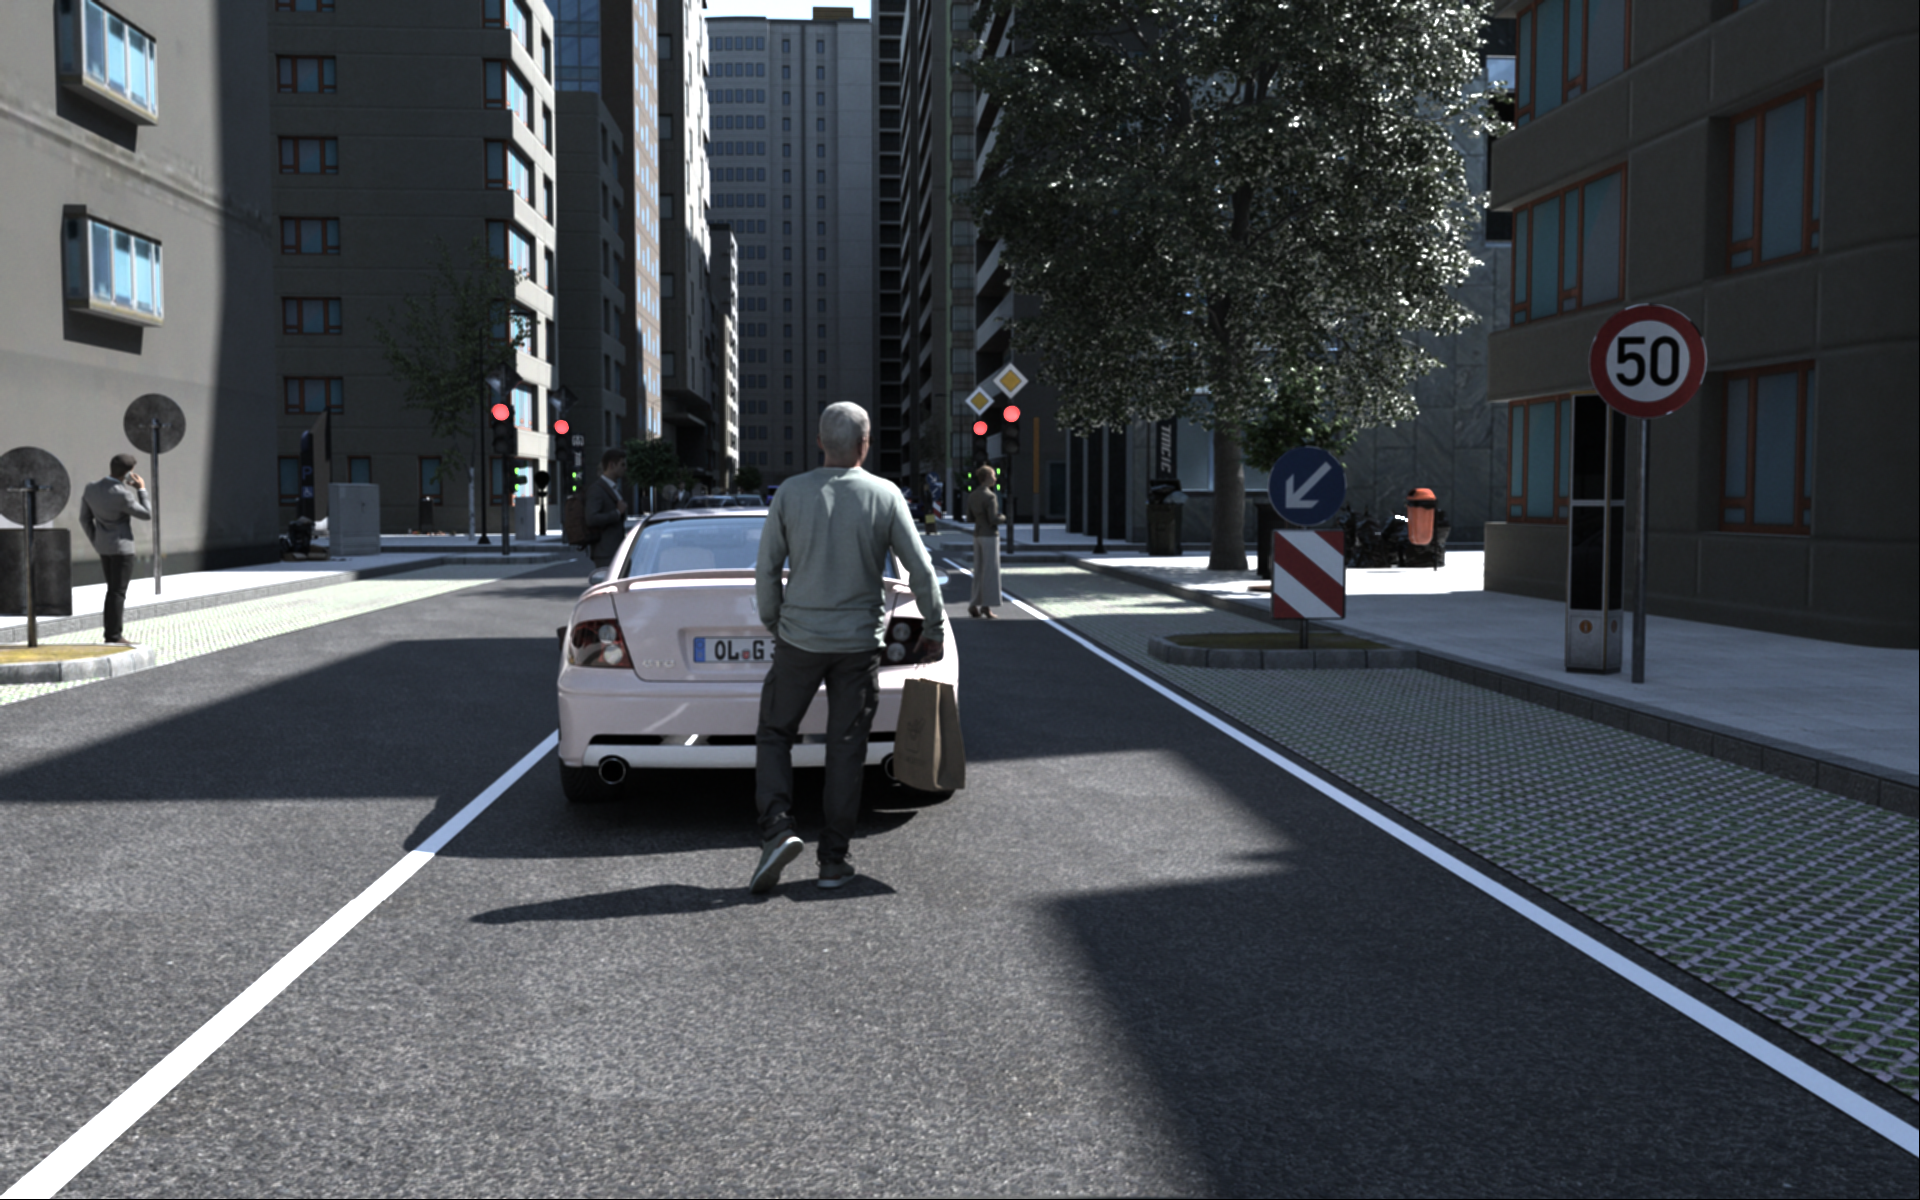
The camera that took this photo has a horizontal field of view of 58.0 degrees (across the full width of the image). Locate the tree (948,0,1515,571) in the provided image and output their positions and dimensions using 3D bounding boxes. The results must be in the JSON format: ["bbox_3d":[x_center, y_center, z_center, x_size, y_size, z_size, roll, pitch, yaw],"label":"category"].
[{"bbox_3d":[4.443,-7.477,28.897,9.857,13.997,8.962,0,3,0],"label":"tree"}]

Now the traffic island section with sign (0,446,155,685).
[{"bbox_3d":[-7.624,-0.315,13.773,1.989,1.847,2.006,0,4,-4],"label":"traffic island section with sign"}]

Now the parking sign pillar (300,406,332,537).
[{"bbox_3d":[-19.536,-3.920,52.562,1.447,3.967,1.447,0,4,3],"label":"parking sign pillar"}]

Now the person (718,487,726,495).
[{"bbox_3d":[-12.704,-5.278,95.017,1.509,1.804,0.699,2,4,29],"label":"person"}]

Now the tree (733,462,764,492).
[{"bbox_3d":[-21.788,-11.880,177.949,4.285,4.588,4.351,0,3,0],"label":"tree"}]

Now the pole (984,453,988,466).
[{"bbox_3d":[1.292,-5.621,85.742,0.158,3.312,0.155,0,3,0],"label":"pole"}]

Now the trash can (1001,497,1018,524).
[{"bbox_3d":[2.099,-3.782,73.490,0.748,1.137,0.748,0,3,0],"label":"trash can"}]

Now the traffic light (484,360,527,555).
[{"bbox_3d":[-9.527,-2.897,36.284,0.839,4.253,0.868,0,4,-4],"label":"traffic light"}]

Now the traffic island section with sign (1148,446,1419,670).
[{"bbox_3d":[2.694,-0.390,15.002,1.989,1.847,2.006,0,4,-4],"label":"traffic island section with sign"}]

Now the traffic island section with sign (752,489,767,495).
[{"bbox_3d":[-17.086,-8.396,145.904,1.989,1.847,2.006,0,4,-4],"label":"traffic island section with sign"}]

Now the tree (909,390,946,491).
[{"bbox_3d":[-1.863,-10.592,123.545,4.360,8.622,3.978,0,3,0],"label":"tree"}]

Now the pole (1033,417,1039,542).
[{"bbox_3d":[2.027,-3.190,45.993,0.158,3.312,0.155,0,3,0],"label":"pole"}]

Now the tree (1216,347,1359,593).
[{"bbox_3d":[4.439,-1.723,22.767,1.663,3.219,1.824,0,3,0],"label":"tree"}]

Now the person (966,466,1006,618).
[{"bbox_3d":[0.327,-0.669,19.983,0.362,1.759,0.519,-3,4,-36],"label":"person"}]

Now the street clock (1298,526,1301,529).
[{"bbox_3d":[7.247,-1.960,36.611,0.471,2.002,0.358,0,4,3],"label":"street clock"}]

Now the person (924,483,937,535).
[{"bbox_3d":[-1.041,-3.181,60.719,0.699,1.804,1.509,1,4,14],"label":"person"}]

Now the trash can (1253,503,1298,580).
[{"bbox_3d":[4.779,-0.880,26.049,0.748,1.137,0.748,0,3,0],"label":"trash can"}]

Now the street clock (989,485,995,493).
[{"bbox_3d":[1.225,-4.087,71.390,0.471,2.002,0.358,1,4,11],"label":"street clock"}]

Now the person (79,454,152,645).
[{"bbox_3d":[-7.850,-0.456,16.132,0.592,1.802,0.473,3,4,36],"label":"person"}]

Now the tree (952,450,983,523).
[{"bbox_3d":[0.348,-5.030,76.834,1.663,3.219,1.824,0,3,0],"label":"tree"}]

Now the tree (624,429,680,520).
[{"bbox_3d":[-15.562,-6.318,87.021,4.285,4.588,4.351,0,3,0],"label":"tree"}]

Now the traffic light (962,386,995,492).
[{"bbox_3d":[0.486,-3.431,45.020,0.839,4.253,0.868,0,4,-4],"label":"traffic light"}]

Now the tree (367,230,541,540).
[{"bbox_3d":[-13.757,-5.956,47.738,4.737,8.622,4.395,0,3,0],"label":"tree"}]

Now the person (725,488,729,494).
[{"bbox_3d":[-14.364,-6.020,107.146,0.641,1.798,0.478,0,4,-6],"label":"person"}]

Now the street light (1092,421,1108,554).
[{"bbox_3d":[2.477,-3.951,37.143,1.470,5.913,1.316,0,4,-4],"label":"street light"}]

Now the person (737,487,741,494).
[{"bbox_3d":[-11.612,-5.099,92.044,0.590,1.801,0.661,0,4,6],"label":"person"}]

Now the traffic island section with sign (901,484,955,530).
[{"bbox_3d":[-1.218,-3.734,69.674,1.989,1.847,2.006,0,4,-4],"label":"traffic island section with sign"}]

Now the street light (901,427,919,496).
[{"bbox_3d":[-3.400,-8.999,119.669,1.470,5.913,1.316,0,4,-4],"label":"street light"}]

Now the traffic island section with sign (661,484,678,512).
[{"bbox_3d":[-11.625,-3.728,69.589,1.989,1.847,2.006,0,4,-4],"label":"traffic island section with sign"}]

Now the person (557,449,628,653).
[{"bbox_3d":[-3.149,-0.422,15.369,0.822,1.834,0.622,0,4,-6],"label":"person"}]

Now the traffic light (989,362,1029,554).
[{"bbox_3d":[1.056,-2.944,37.055,0.839,4.253,0.868,0,4,-4],"label":"traffic light"}]

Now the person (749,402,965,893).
[{"bbox_3d":[-0.374,0.163,6.326,0.782,1.767,0.515,0,4,-4],"label":"person"}]

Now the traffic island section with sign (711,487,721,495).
[{"bbox_3d":[-13.581,-5.405,96.991,1.989,1.847,2.006,0,4,-4],"label":"traffic island section with sign"}]

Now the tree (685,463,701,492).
[{"bbox_3d":[-17.071,-6.876,107.024,1.663,3.219,1.824,0,3,0],"label":"tree"}]

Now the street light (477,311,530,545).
[{"bbox_3d":[-11.598,-4.373,44.033,1.470,5.913,1.316,0,4,-4],"label":"street light"}]

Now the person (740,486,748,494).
[{"bbox_3d":[-9.606,-4.167,76.972,0.623,1.781,0.721,0,3,0],"label":"person"}]

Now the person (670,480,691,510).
[{"bbox_3d":[-8.198,-2.595,50.891,0.622,1.834,0.822,-1,4,-14],"label":"person"}]

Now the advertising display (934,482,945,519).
[{"bbox_3d":[-1.061,-5.176,89.840,0.123,1.923,0.974,-2,4,-30],"label":"advertising display"}]

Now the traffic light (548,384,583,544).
[{"bbox_3d":[-10.097,-3.384,44.249,0.839,4.253,0.868,0,4,-4],"label":"traffic light"}]

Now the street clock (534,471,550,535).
[{"bbox_3d":[-12.973,-3.010,53.784,0.471,2.002,0.358,-1,4,-19],"label":"street clock"}]

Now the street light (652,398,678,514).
[{"bbox_3d":[-14.305,-6.799,83.709,1.470,5.913,1.316,0,4,-4],"label":"street light"}]

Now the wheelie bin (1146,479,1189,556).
[{"bbox_3d":[4.295,-1.727,36.143,0.980,1.594,0.693,2,4,24],"label":"wheelie bin"}]

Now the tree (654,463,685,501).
[{"bbox_3d":[-16.516,-6.261,96.964,1.663,3.219,1.824,0,3,0],"label":"tree"}]
